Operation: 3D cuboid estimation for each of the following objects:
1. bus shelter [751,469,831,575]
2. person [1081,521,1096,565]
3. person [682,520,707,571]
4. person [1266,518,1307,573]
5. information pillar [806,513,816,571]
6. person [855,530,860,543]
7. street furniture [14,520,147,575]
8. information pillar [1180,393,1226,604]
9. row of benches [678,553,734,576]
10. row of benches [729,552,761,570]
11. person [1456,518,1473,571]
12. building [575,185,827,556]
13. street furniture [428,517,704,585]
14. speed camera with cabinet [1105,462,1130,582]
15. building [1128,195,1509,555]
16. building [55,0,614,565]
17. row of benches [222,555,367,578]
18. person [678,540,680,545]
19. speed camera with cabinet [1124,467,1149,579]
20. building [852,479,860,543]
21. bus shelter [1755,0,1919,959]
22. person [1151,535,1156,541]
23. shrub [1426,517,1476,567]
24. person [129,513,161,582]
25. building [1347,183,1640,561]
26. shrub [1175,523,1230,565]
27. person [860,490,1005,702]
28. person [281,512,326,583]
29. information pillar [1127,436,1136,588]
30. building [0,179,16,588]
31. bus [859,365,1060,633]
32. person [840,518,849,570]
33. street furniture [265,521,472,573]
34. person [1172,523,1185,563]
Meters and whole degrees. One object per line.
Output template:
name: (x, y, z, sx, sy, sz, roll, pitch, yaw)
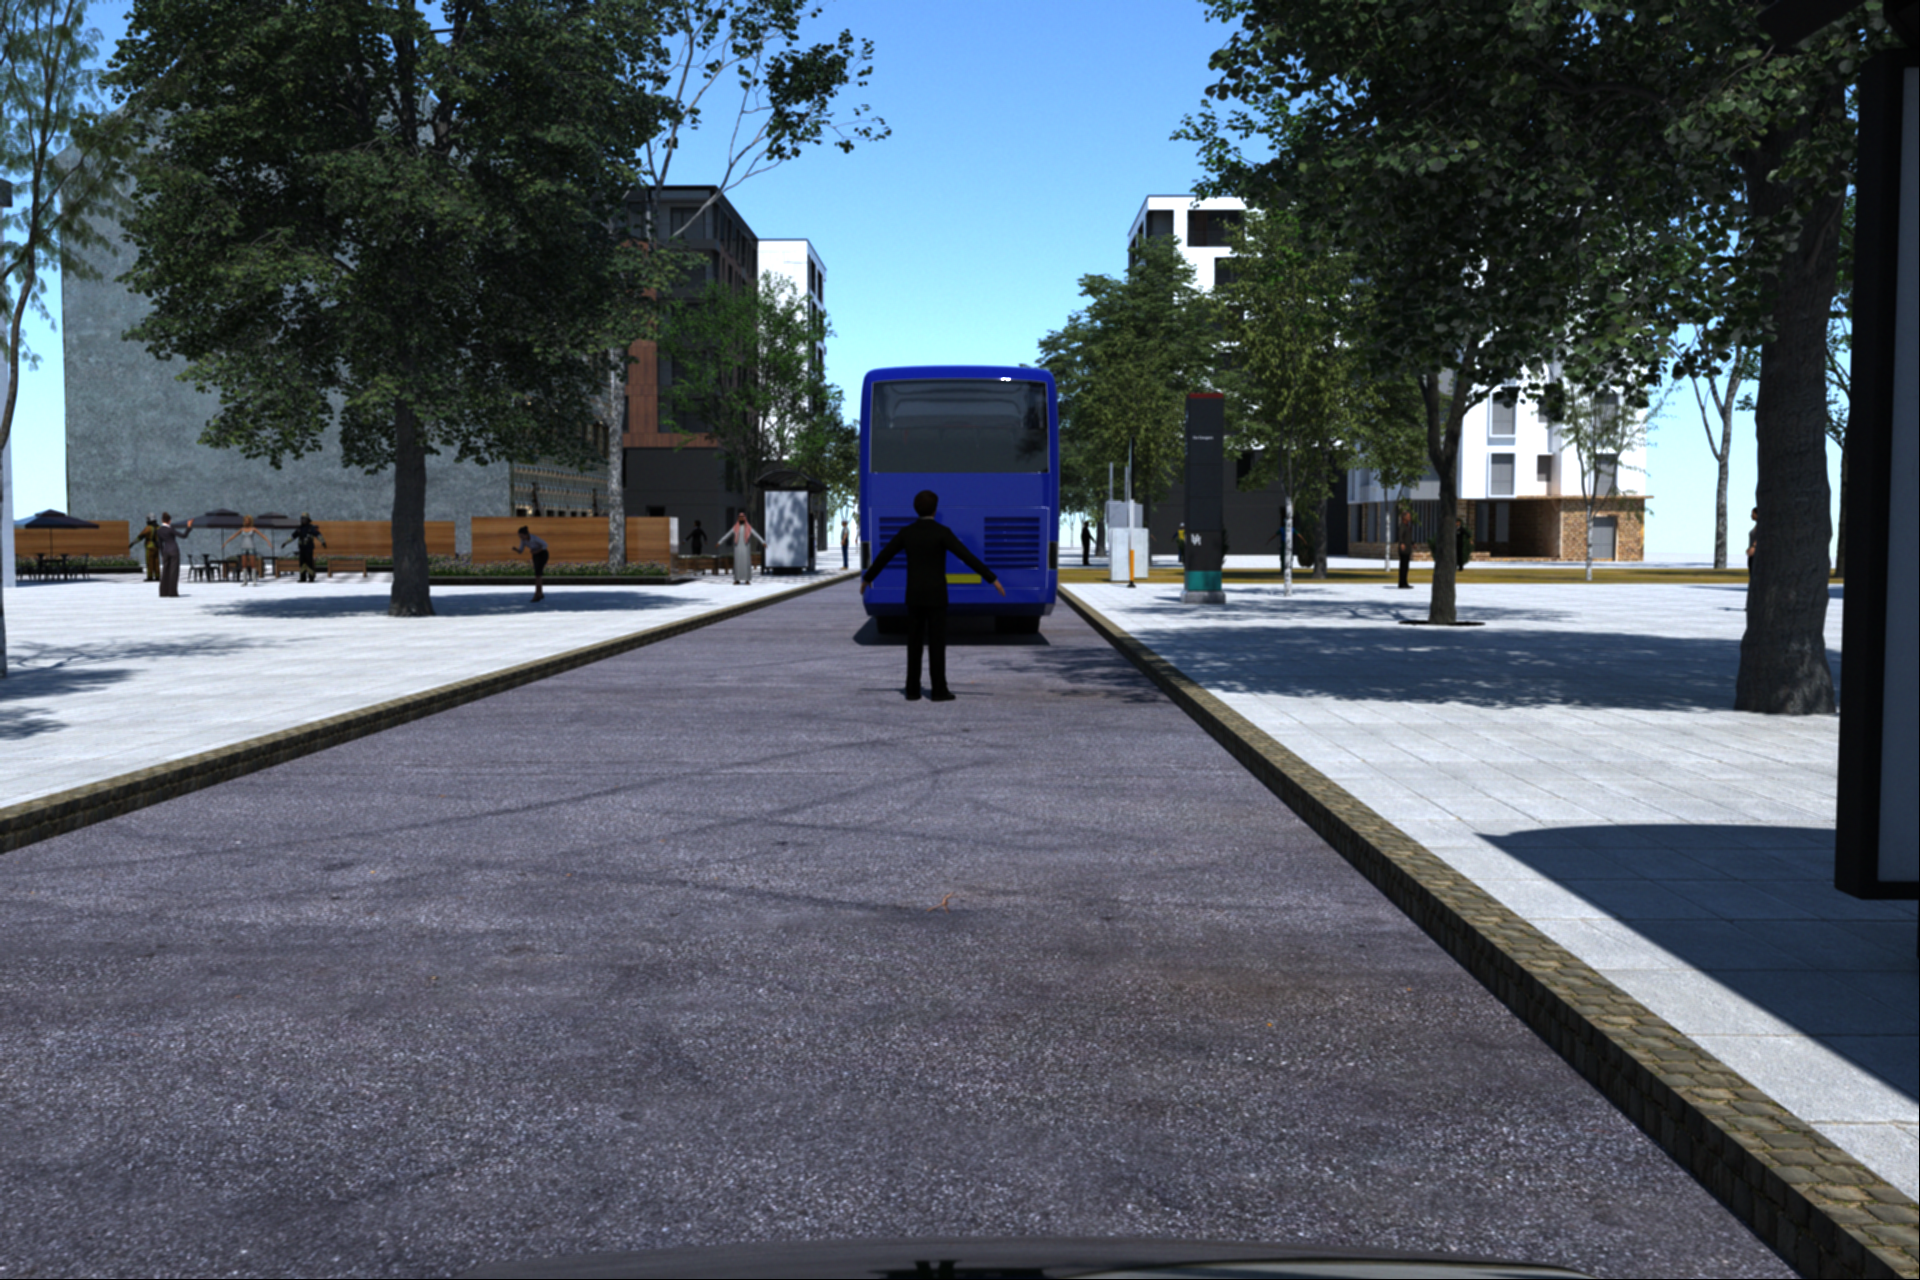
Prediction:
bus shelter: (-5.449, -3.832, 56.575, 2.014, 3.302, 5.546, 0, 4, 0)
person: (5.200, -3.955, 70.882, 0.704, 1.802, 1.346, -1, 4, -18)
person: (-8.783, -3.103, 57.461, 0.721, 1.740, 1.216, 2, 4, 32)
person: (10.903, -3.161, 57.815, 1.347, 1.817, 0.704, 0, 4, 5)
information pillar: (-5.162, -3.387, 59.877, 0.304, 2.012, 0.304, 0, 4, 2)
person: (-3.793, -3.871, 69.474, 0.705, 1.806, 1.347, 3, 5, 39)
street furniture: (-31.562, -3.011, 56.085, 9.812, 1.723, 11.010, -3, 5, -40)
information pillar: (4.520, -2.617, 32.159, 0.750, 3.857, 0.750, 0, 4, 1)
row of benches: (-8.143, -2.341, 53.740, 1.422, 0.672, 4.104, 2, 4, 34)
row of benches: (-7.193, -2.922, 63.238, 1.422, 0.672, 4.104, 2, 4, 30)
person: (17.149, -3.290, 59.727, 0.705, 1.837, 1.347, -3, 5, -39)
building: (-24.515, -16.773, 118.218, 27.936, 21.610, 32.646, 0, 4, 1)
street furniture: (-11.568, -2.387, 45.889, 9.812, 1.723, 11.010, 0, 4, -3)
speed camera with cabinet: (4.330, -3.224, 47.047, 0.660, 3.252, 2.038, 0, 4, 1)
building: (25.428, -16.934, 120.849, 27.936, 21.610, 32.646, 0, 4, 1)
building: (-27.246, -15.207, 79.555, 19.493, 23.208, 18.063, 0, 4, 2)
row of benches: (-19.591, -2.164, 50.841, 4.104, 0.672, 1.422, -1, 4, -16)
person: (-13.507, -4.398, 81.168, 0.599, 1.433, 0.991, 3, 5, 42)
speed camera with cabinet: (5.072, -3.413, 50.143, 0.660, 3.252, 2.038, 0, 4, 0)
building: (-0.594, -18.087, 240.322, 28.070, 9.664, 9.099, 0, 4, 4)
bus shelter: (3.391, -0.529, 2.569, 2.014, 3.302, 5.546, 0, 4, 1)
person: (8.988, -4.771, 84.815, 1.217, 1.733, 0.721, 1, 4, 11)
shrub: (17.978, -3.633, 63.435, 1.661, 2.075, 1.752, 0, 3, 0)
person: (-21.814, -2.506, 46.742, 0.705, 1.858, 1.354, 1, 4, 21)
building: (26.464, -14.531, 94.007, 16.016, 20.090, 11.380, 0, 4, 1)
shrub: (7.855, -3.181, 56.047, 1.661, 2.075, 1.752, 0, 3, 0)
person: (-0.274, -0.385, 14.931, 1.347, 1.806, 0.705, 1, 4, 21)
person: (-17.295, -2.446, 45.768, 1.354, 1.856, 0.705, 1, 4, 16)
information pillar: (4.123, -3.073, 41.603, 0.183, 3.616, 0.504, 0, 4, 1)
building: (-23.641, -5.223, 27.538, 9.099, 9.664, 28.070, 0, 4, 1)
bus: (-0.048, -2.218, 27.816, 2.896, 3.916, 12.251, 0, 4, 0)
person: (-4.183, -3.468, 62.559, 0.705, 1.847, 1.347, 0, 4, -4)
street furniture: (-18.985, -3.272, 60.359, 11.010, 1.723, 9.812, -1, 4, -18)
person: (9.940, -4.319, 77.081, 1.216, 1.772, 0.721, 3, 4, 37)
